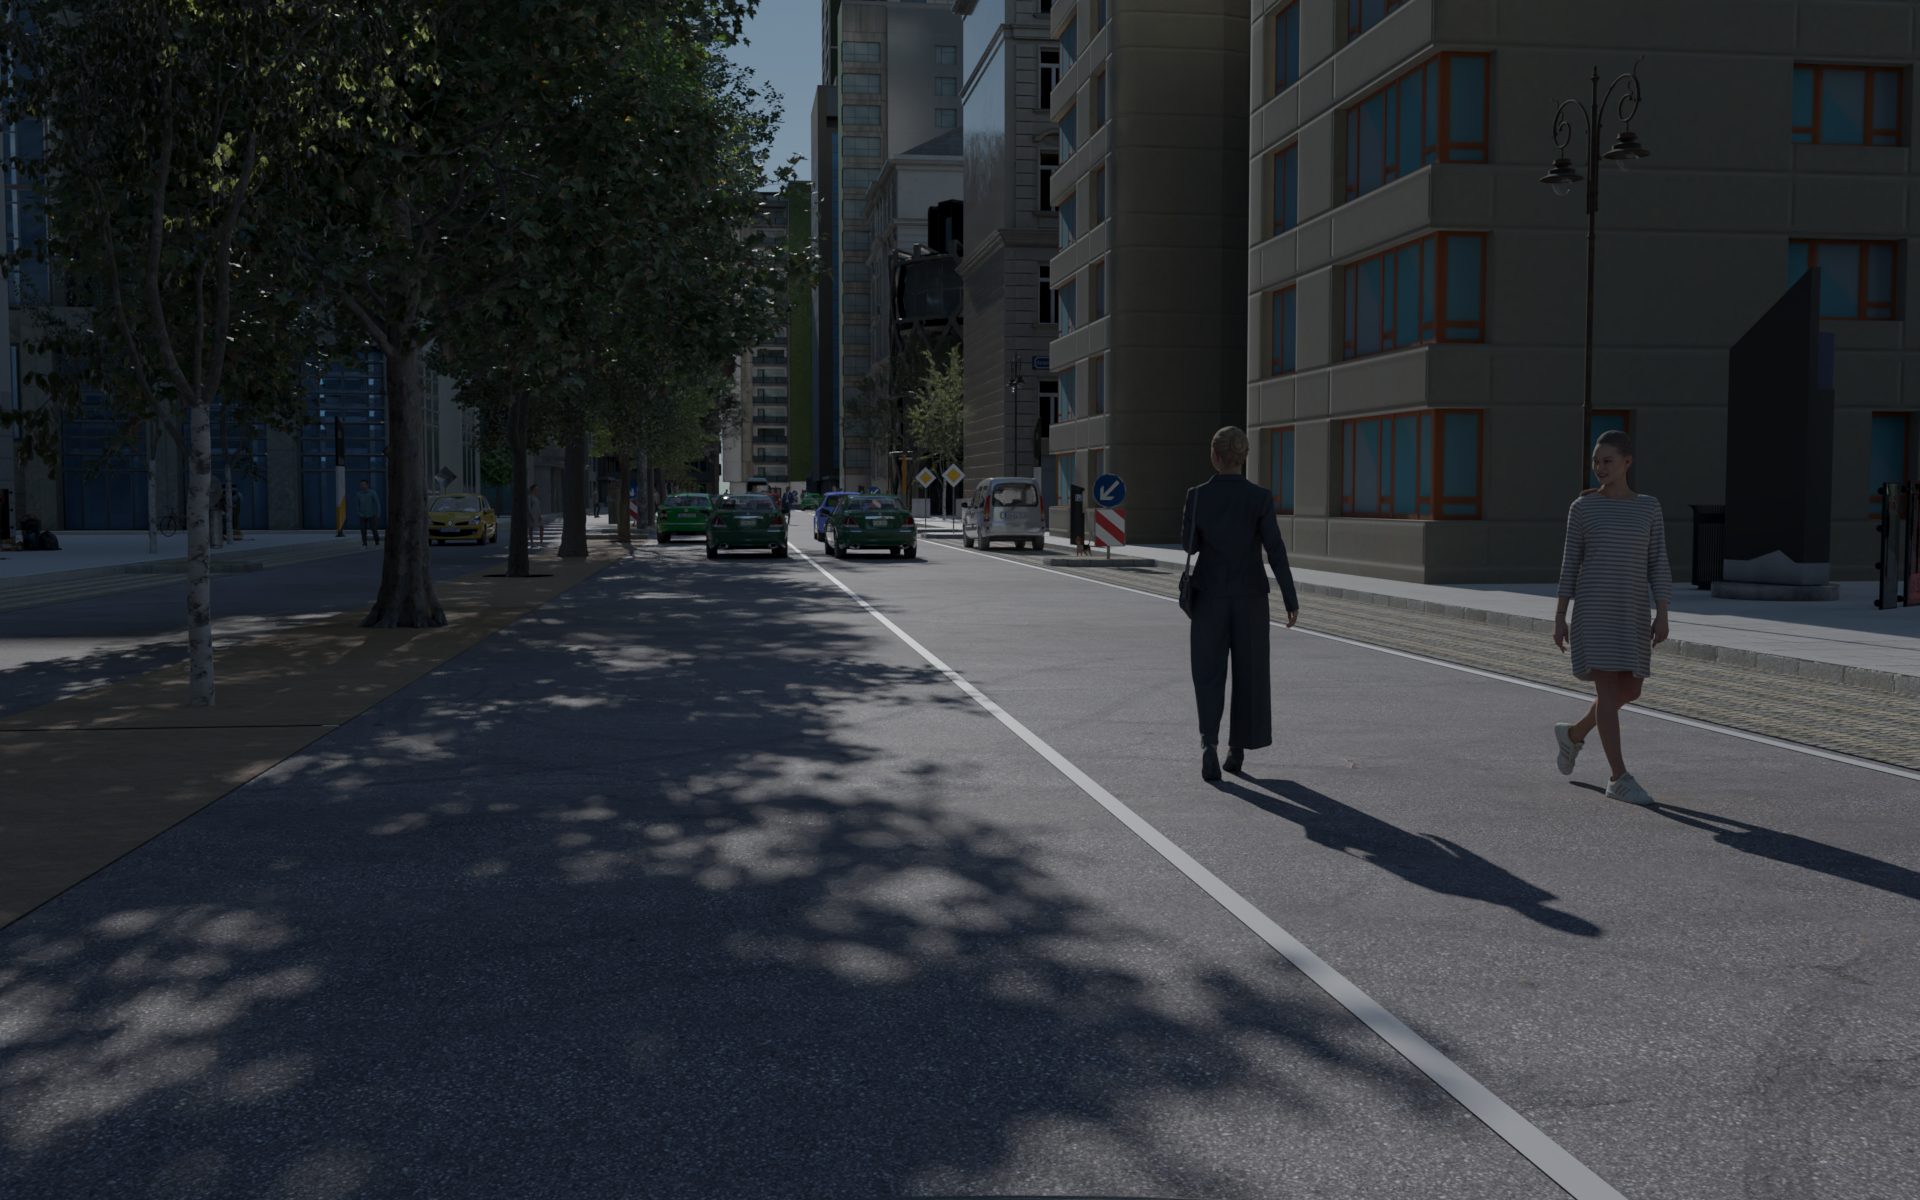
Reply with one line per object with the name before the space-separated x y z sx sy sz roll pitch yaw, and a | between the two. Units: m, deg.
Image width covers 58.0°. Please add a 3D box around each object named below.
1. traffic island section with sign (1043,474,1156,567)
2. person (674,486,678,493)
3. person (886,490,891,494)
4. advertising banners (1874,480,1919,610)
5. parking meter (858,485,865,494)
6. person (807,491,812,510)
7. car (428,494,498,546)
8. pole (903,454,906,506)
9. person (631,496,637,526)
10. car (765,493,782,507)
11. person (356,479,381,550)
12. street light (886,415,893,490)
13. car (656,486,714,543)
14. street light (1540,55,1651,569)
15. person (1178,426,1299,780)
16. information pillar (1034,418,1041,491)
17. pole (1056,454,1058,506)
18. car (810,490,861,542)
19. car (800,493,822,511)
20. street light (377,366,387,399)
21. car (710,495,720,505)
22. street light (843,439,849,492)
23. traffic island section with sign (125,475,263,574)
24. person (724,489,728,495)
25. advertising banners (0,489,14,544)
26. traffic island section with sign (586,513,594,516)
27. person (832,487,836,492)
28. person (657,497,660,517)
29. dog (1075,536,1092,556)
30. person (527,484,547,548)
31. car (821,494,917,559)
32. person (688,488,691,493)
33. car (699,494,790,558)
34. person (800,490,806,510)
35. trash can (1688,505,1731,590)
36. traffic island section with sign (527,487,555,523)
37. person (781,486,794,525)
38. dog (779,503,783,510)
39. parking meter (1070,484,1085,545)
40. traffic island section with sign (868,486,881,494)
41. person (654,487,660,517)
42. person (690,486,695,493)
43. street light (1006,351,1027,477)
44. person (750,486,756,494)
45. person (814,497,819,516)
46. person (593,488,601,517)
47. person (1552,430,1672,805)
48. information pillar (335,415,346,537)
traffic island section with sign | 2.723 -1.596 34.721 1.989 1.847 2.006 0 4 -8
person | -10.778 -3.392 64.638 0.598 1.740 0.731 1 4 22
person | -2.908 -3.643 69.871 0.330 1.601 0.589 -1 4 -16
advertising banners | 10.883 -1.440 19.725 2.074 3.025 0.090 -3 5 -43
parking meter | -6.552 -6.705 115.336 0.399 1.863 0.255 -1 4 -18
person | -13.847 -9.088 158.026 0.436 1.711 0.756 -3 4 -38
car | -14.217 -2.387 49.247 2.015 1.641 3.980 -1 4 -8
pole | -2.863 -5.816 88.941 0.158 3.312 0.155 0 3 0
person | -14.606 -4.251 78.102 0.616 1.811 0.778 -2 4 -32
car | -14.256 -7.382 129.743 2.155 1.783 4.494 0 4 -8
person | -15.229 -2.210 44.652 0.660 1.820 0.620 0 4 2
street light | -4.175 -7.852 101.162 0.468 5.910 1.993 0 4 -8
car | -8.154 -2.654 52.192 1.959 1.807 4.718 0 4 -7
street light | 6.852 -2.818 18.860 0.468 5.910 1.993 0 4 -8
person | 1.393 0.009 8.773 0.576 1.772 0.534 0 4 -6
information pillar | 2.393 -3.793 53.373 0.183 3.616 0.504 -1 4 -15
pole | 3.661 -4.307 64.255 0.158 3.312 0.155 0 3 0
car | -3.646 -2.693 53.622 1.945 1.707 3.694 0 4 -7
car | -12.523 -8.413 146.345 1.959 1.807 4.718 0 4 -8
street light | -20.459 -5.456 61.986 0.468 5.910 1.993 0 4 -8
car | -24.176 -9.723 171.336 2.083 1.381 4.827 0 4 -7
street light | -9.186 -10.136 138.515 0.468 5.910 1.993 0 4 -8
traffic island section with sign | -14.032 -1.425 31.920 1.989 1.847 2.006 0 4 -8
person | -19.321 -8.296 144.013 0.599 1.838 0.709 1 4 23
advertising banners | -23.434 -2.751 41.163 2.074 3.025 0.090 1 4 13
traffic island section with sign | -25.062 -6.442 113.954 1.989 1.847 2.006 0 4 -8
person | -5.789 -4.322 79.588 0.576 1.772 0.534 0 4 3
person | -18.840 -5.829 108.476 0.373 1.253 0.362 0 4 -5
dog | 2.706 -1.134 37.825 0.406 0.507 0.540 0 4 -2
person | -11.379 -2.251 46.304 0.522 1.701 0.512 1 4 20
car | -2.096 -1.722 39.953 2.131 1.459 4.920 -1 4 -9
person | -15.577 -5.565 99.827 0.374 1.781 0.599 2 4 28
car | -4.971 -1.732 40.122 2.131 1.459 4.920 -1 4 -9
person | -14.173 -9.068 156.758 0.705 1.824 1.348 2 4 23
trash can | 10.144 -0.707 23.206 0.748 1.137 0.748 0 3 0
traffic island section with sign | -21.471 -4.808 87.238 1.989 1.847 2.006 0 4 -8
person | -8.143 -4.451 81.464 0.721 1.800 0.419 1 4 12
dog | -13.121 -6.610 124.904 0.800 0.831 0.513 0 4 1
parking meter | 2.970 -2.165 43.816 0.372 1.533 0.369 0 3 0
traffic island section with sign | -4.541 -4.896 88.676 1.989 1.847 2.006 0 4 -8
person | -18.884 -6.031 106.960 0.661 1.843 0.795 -2 4 -27
person | -11.287 -3.943 73.243 0.678 1.792 0.850 -2 4 -28
street light | 1.806 -5.091 56.029 0.468 5.910 1.993 0 4 -8
person | -9.637 -4.439 81.180 0.767 1.812 0.694 1 4 17
person | -9.383 -6.105 112.997 0.332 1.250 0.352 0 4 5
person | -22.314 -5.975 106.375 0.473 1.802 0.592 2 4 25
person | 3.078 0.059 8.292 0.466 1.731 0.760 -1 4 -20
information pillar | -18.561 -3.701 51.862 0.183 3.616 0.504 0 4 3
